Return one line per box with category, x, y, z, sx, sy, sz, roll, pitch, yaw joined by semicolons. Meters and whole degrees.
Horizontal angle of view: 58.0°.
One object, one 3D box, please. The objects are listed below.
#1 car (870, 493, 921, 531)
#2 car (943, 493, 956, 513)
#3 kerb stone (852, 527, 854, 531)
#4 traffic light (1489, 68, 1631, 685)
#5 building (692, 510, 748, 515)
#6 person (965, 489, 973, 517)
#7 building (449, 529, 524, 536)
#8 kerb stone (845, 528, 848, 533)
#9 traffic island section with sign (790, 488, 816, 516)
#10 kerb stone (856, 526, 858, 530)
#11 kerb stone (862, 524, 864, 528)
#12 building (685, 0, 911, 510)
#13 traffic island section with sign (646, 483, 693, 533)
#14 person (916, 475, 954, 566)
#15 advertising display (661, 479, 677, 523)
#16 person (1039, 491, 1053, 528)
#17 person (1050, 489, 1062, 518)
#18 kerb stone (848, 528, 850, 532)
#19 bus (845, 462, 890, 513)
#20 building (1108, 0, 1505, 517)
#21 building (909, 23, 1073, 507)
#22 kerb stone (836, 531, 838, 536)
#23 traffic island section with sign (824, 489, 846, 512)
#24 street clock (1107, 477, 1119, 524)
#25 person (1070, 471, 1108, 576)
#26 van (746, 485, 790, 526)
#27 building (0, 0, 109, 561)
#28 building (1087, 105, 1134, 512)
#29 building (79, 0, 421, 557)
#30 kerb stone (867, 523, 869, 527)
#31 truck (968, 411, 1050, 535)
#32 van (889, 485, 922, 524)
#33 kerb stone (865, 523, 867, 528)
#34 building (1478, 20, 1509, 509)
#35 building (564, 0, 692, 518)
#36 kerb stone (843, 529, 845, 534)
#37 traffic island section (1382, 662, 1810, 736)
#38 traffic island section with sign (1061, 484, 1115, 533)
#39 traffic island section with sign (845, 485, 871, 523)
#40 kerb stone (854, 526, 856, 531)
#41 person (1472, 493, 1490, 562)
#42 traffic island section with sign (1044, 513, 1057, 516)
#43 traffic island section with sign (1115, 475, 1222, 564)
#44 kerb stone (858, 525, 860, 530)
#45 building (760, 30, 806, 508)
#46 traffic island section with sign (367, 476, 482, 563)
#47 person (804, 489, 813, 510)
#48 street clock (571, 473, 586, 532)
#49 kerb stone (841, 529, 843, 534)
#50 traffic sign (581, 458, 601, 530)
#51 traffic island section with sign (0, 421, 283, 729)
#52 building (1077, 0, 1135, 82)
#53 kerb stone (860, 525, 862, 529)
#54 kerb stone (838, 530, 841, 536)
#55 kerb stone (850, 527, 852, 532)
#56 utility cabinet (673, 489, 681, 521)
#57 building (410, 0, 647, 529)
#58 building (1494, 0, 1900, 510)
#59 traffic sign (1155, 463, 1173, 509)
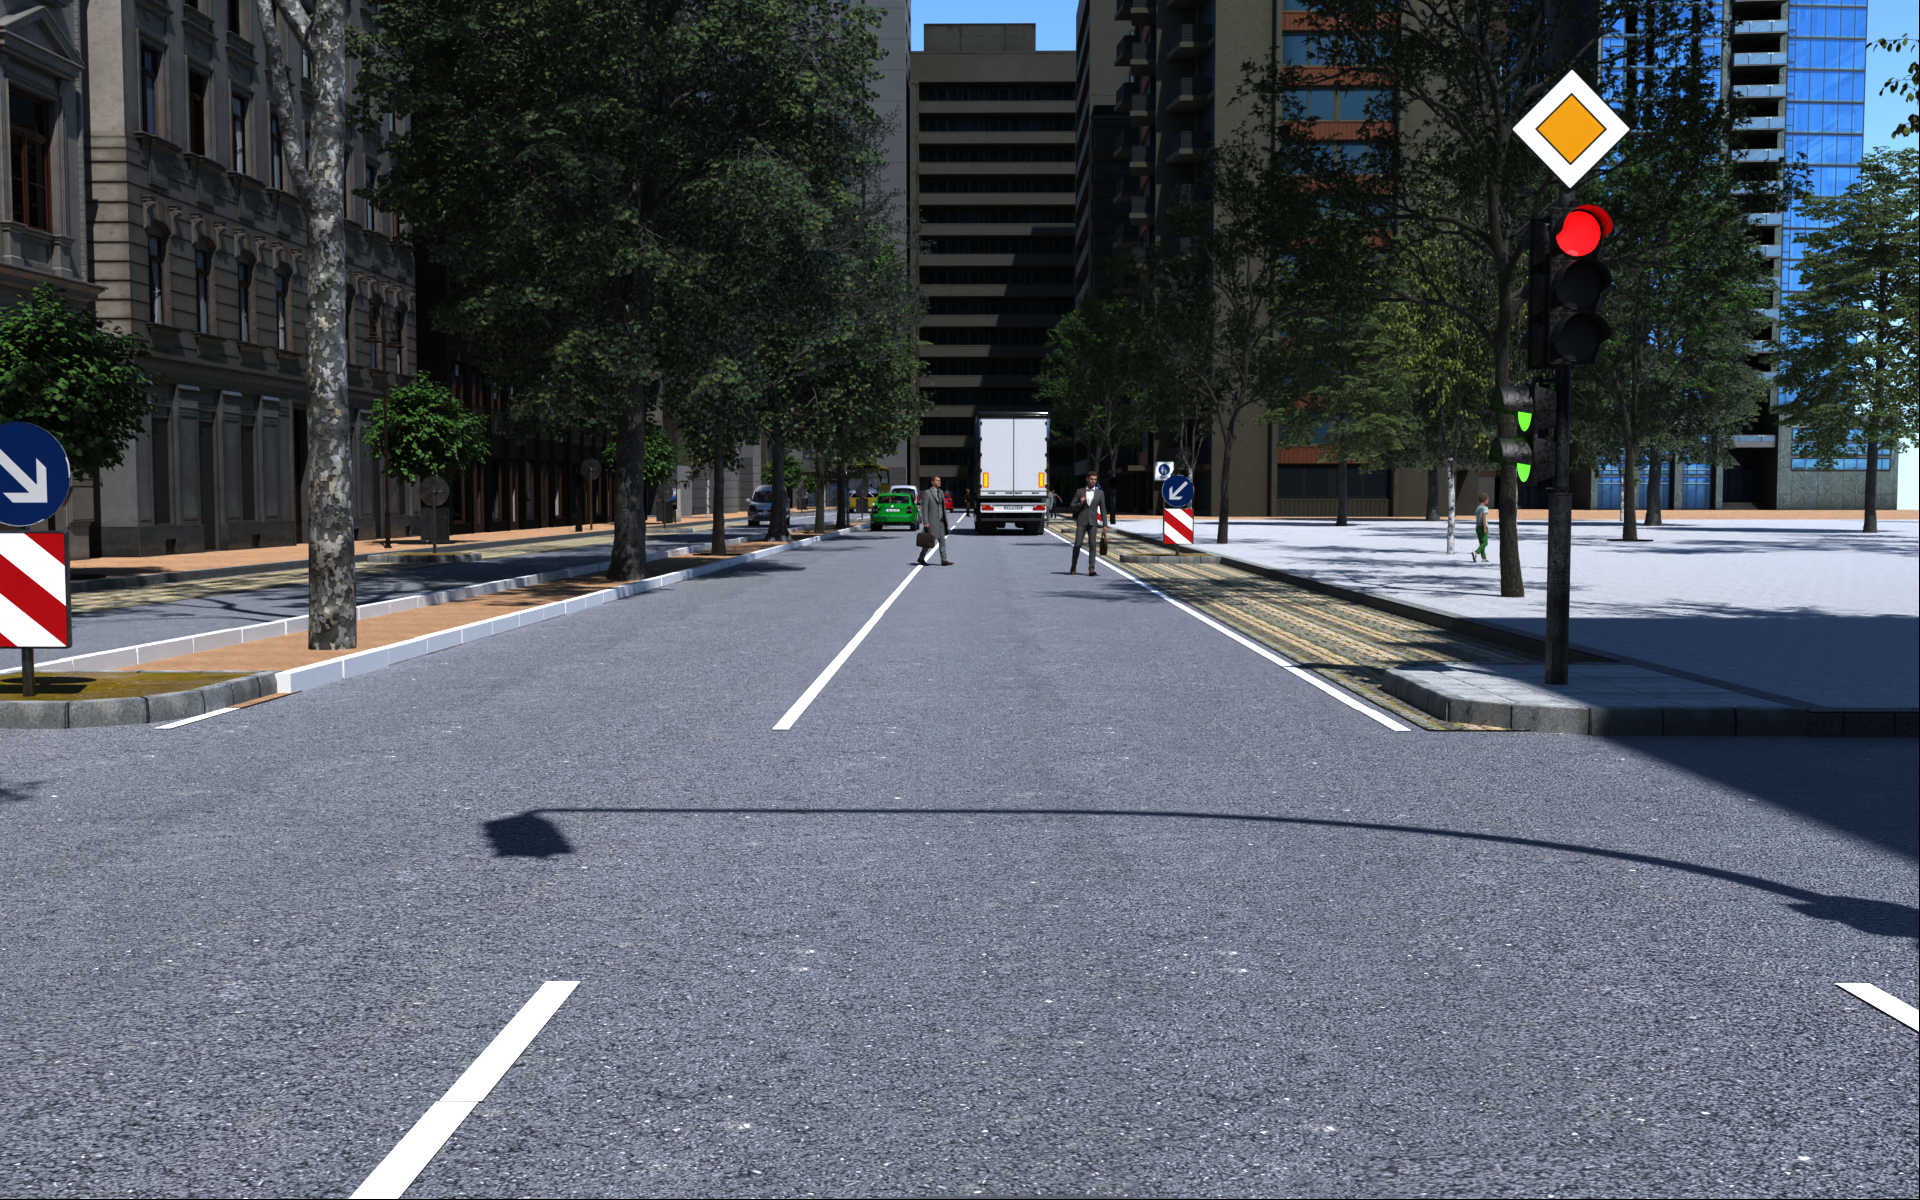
car;-2.530;-3.635;68.229;1.959;1.807;4.718;0;4;1
car;-1.402;-7.557;132.602;2.155;1.783;4.494;0;4;1
kerb stone;-4.177;-2.629;65.183;0.120;0.150;1.000;0;4;1
traffic light;4.019;-1.388;11.610;0.839;4.253;0.868;0;4;1
building;-25.765;-35.063;115.275;21.231;58.520;28.212;0;4;1
person;0.587;-6.150;109.571;0.721;1.766;1.217;2;4;25
building;-21.798;-14.136;60.803;12.332;23.373;15.834;0;4;1
kerb stone;-4.217;-2.442;62.117;0.120;0.150;1.000;0;4;1
traffic island section with sign;-10.366;-6.425;113.679;1.989;1.847;2.006;0;4;1
kerb stone;-4.144;-2.755;67.240;0.120;0.150;1.000;0;4;1
kerb stone;-4.113;-2.944;70.323;0.120;0.150;1.000;0;4;1
building;-19.246;-39.149;182.088;28.212;58.520;21.231;0;4;1
traffic island section with sign;-10.991;-3.403;64.262;1.989;1.847;2.006;0;4;1
person;-0.488;-1.586;34.530;0.767;1.812;0.694;3;5;41
advertising display;-12.775;-4.333;76.052;0.123;1.923;0.974;2;4;29
person;3.639;-3.968;73.477;0.635;1.810;0.391;1;4;15
person;5.440;-5.639;101.413;1.217;1.735;0.721;2;4;27
kerb stone;-4.207;-2.504;63.139;0.120;0.150;1.000;0;4;1
bus;-7.054;-8.659;133.122;2.896;3.916;12.252;0;4;1
building;21.257;-27.852;110.004;22.147;44.769;28.867;0;4;1
building;5.670;-34.208;183.004;21.600;48.544;21.300;0;4;1
kerb stone;-4.261;-2.190;58.007;0.120;0.150;1.000;0;4;1
traffic island section with sign;-10.006;-8.102;141.102;1.989;1.847;2.006;0;4;1
street clock;6.490;-4.214;73.473;0.471;2.002;0.358;-1;4;-12
person;2.253;-1.341;30.397;0.622;1.834;0.822;-1;4;-12
van;-8.633;-4.364;78.358;2.013;2.044;4.112;0;4;-1
building;-22.141;-11.466;23.619;11.583;22.565;21.152;0;4;1
building;16.653;-22.034;131.954;14.160;30.474;14.107;0;4;1
building;-21.194;-11.883;43.431;9.793;20.994;18.267;0;4;1
kerb stone;-4.073;-3.132;73.402;0.120;0.150;1.000;0;4;1
truck;1.769;-4.613;64.337;2.839;4.237;11.283;0;4;0
van;-2.678;-4.703;83.897;2.013;2.044;4.112;0;4;0
kerb stone;-4.083;-3.069;72.380;0.120;0.150;1.000;0;4;1
building;38.619;-30.723;152.426;14.200;45.320;14.600;0;4;1
building;-22.834;-19.715;94.039;14.160;30.474;14.107;0;4;1
kerb stone;-4.232;-2.379;61.094;0.120;0.150;1.000;0;4;1
traffic island section;4.058;0.646;11.723;2.009;0.180;2.903;0;4;1
traffic island section with sign;4.729;-3.366;63.657;1.989;1.847;2.006;0;4;1
traffic island section with sign;-4.946;-4.802;86.643;2.006;1.907;1.989;0;4;1
kerb stone;-4.170;-2.687;66.219;0.120;0.150;1.000;0;4;1
person;9.775;-1.358;32.493;0.590;1.304;0.306;-3;4;-38
traffic island section with sign;5.365;-6.412;113.469;1.989;1.847;2.006;0;4;1
traffic island section with sign;4.379;-1.694;36.320;1.989;1.847;2.006;0;4;1
kerb stone;-4.138;-2.818;68.271;0.120;0.150;1.000;0;4;1
building;-28.824;-30.277;149.660;28.867;44.769;22.147;0;4;1
traffic island section with sign;-11.335;-1.731;36.927;1.989;1.847;2.006;0;4;1
person;-12.421;-8.151;140.096;1.217;1.735;0.721;-3;5;-39
street clock;-12.999;-3.330;59.014;0.471;2.002;0.358;0;4;4
kerb stone;-4.240;-2.317;60.071;0.120;0.150;1.000;0;4;1
traffic sign;-13.184;-3.777;61.859;0.768;2.556;0.104;1;4;9
traffic island section with sign;-5.894;-0.206;11.510;2.006;1.907;1.989;0;4;1
building;21.147;-32.139;149.180;21.300;48.544;21.600;0;4;1
kerb stone;-4.122;-2.876;69.295;0.120;0.150;1.000;0;4;1
kerb stone;-4.246;-2.253;59.038;0.120;0.150;1.000;0;4;1
kerb stone;-4.190;-2.561;64.161;0.120;0.150;1.000;0;4;1
utility cabinet;-13.218;-4.405;80.695;0.318;1.500;1.173;-1;4;-15
building;-21.632;-15.106;76.660;12.332;23.373;15.834;0;4;1
building;61.240;-51.007;146.643;31.000;86.520;22.319;0;4;1
traffic sign;6.482;-3.237;55.047;0.606;2.300;0.079;0;4;8
